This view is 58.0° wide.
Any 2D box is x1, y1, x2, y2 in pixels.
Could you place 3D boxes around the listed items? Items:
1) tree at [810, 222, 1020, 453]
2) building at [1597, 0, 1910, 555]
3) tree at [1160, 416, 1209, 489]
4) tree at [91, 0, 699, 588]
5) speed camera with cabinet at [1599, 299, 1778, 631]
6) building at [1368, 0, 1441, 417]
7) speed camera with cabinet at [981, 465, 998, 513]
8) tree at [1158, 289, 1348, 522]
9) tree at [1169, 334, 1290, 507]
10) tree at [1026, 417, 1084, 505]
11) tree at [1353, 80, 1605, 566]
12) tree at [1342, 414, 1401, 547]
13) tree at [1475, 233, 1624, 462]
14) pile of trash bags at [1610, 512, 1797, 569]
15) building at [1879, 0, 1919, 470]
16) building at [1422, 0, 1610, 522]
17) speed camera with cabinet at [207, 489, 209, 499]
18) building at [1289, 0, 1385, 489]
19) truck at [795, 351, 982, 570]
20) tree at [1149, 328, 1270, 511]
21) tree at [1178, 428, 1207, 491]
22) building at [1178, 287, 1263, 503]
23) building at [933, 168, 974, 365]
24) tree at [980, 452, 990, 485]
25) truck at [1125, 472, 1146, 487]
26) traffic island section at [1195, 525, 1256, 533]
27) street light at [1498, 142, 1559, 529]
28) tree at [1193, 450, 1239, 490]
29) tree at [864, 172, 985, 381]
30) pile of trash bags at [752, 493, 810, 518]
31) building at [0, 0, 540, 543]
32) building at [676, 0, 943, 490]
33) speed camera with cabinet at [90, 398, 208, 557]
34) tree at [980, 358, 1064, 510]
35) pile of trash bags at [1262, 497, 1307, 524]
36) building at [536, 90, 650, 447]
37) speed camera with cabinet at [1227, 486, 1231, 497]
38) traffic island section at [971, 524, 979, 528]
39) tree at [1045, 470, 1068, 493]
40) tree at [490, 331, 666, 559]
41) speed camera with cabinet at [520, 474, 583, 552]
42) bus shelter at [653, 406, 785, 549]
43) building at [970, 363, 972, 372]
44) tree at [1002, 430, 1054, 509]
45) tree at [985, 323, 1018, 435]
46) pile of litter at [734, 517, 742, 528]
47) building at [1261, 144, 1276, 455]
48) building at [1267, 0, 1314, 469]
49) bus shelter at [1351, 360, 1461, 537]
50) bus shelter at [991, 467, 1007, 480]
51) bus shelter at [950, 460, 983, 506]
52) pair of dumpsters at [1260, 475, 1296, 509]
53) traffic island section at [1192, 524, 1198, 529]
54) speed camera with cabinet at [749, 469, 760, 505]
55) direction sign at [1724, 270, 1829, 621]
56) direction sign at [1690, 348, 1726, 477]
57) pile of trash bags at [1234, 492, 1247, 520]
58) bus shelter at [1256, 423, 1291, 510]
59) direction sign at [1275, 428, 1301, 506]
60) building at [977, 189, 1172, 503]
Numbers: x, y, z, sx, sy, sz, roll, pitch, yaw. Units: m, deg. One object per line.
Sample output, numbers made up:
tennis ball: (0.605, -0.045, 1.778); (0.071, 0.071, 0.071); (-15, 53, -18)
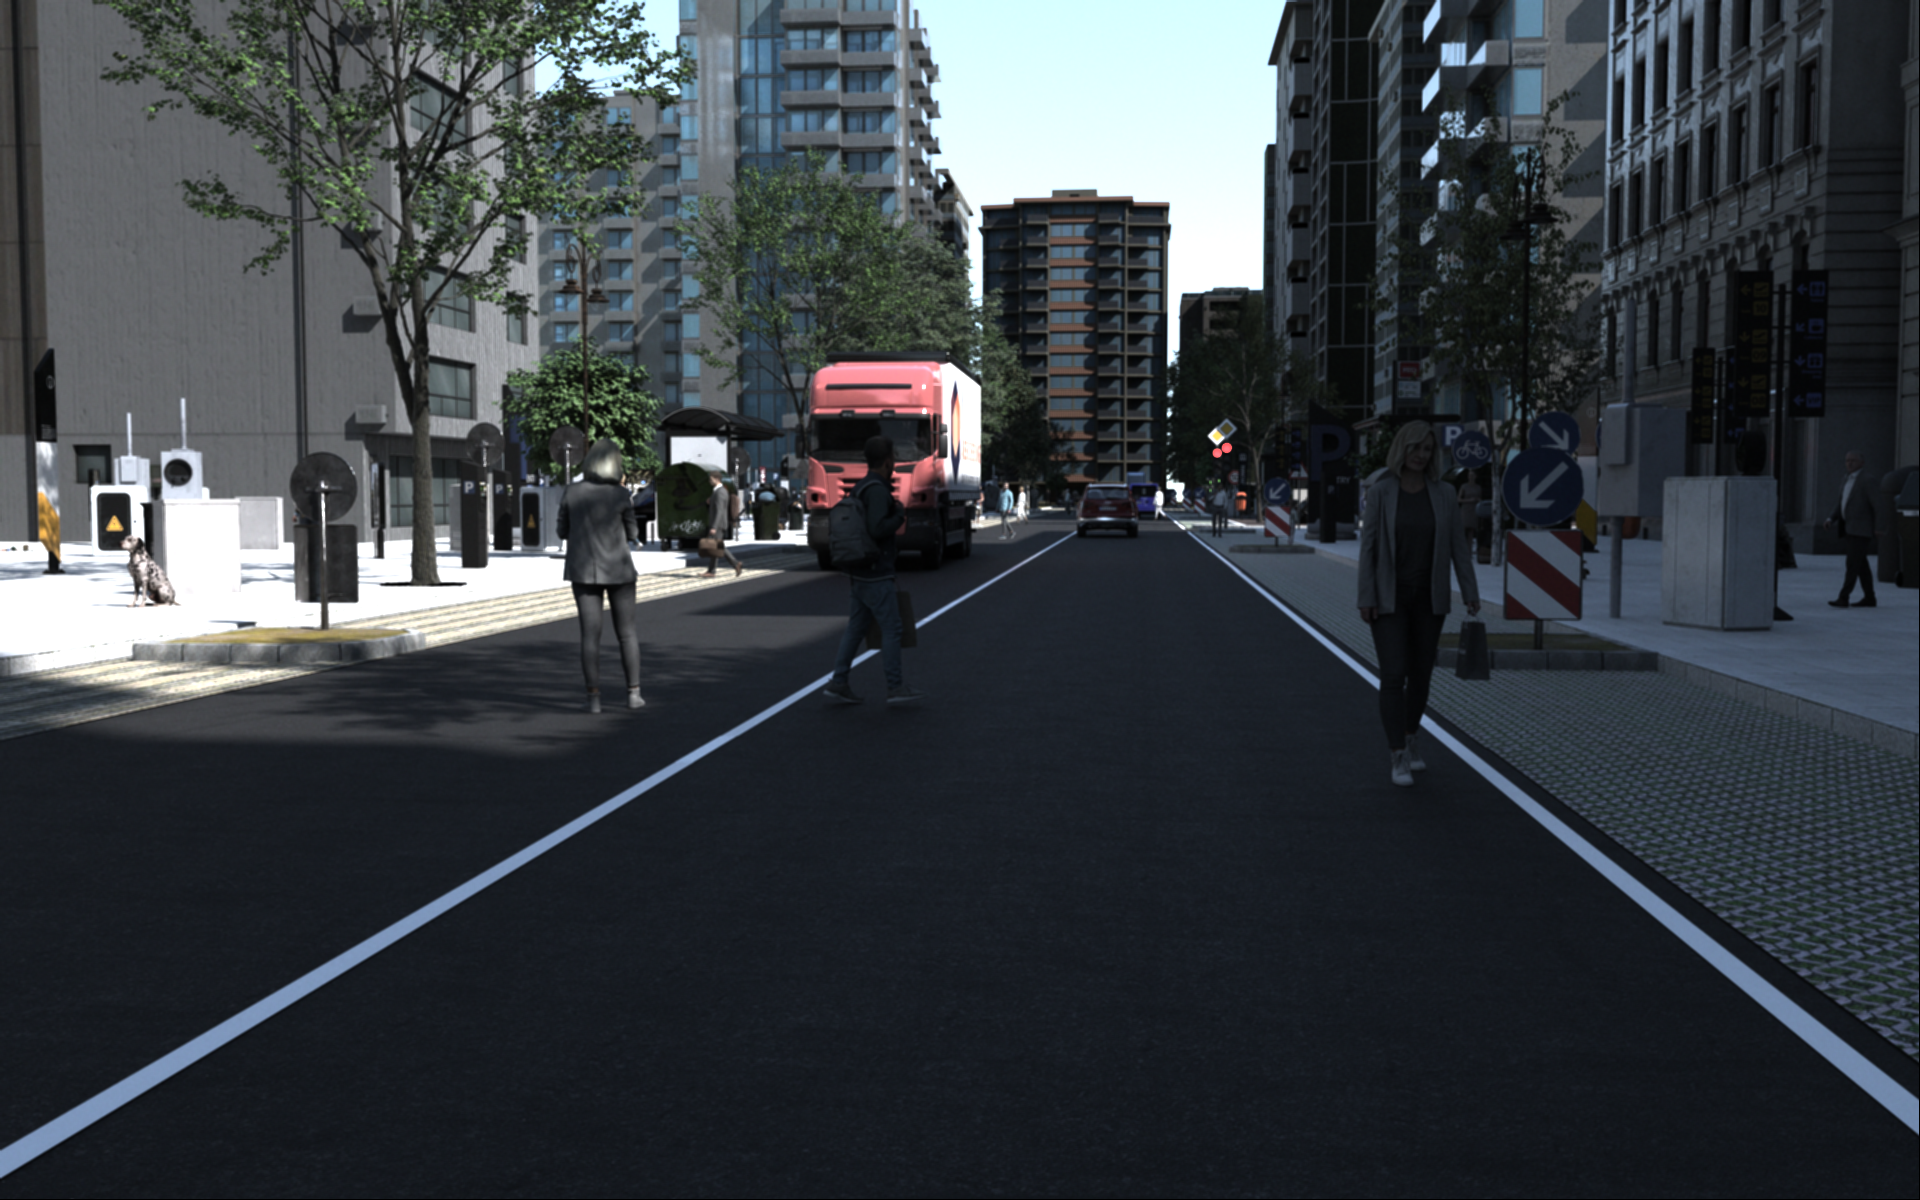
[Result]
tree: (-2.361, -10.672, 81.147); (9.857, 13.997, 8.962); (0, 3, 0)
building: (23.539, -11.930, 44.203); (9.793, 20.994, 18.267); (0, 4, 6)
tree: (29.103, -18.568, 221.715); (7.486, 12.596, 7.792); (0, 3, 0)
tree: (-7.633, -5.995, 23.772); (9.928, 11.665, 9.643); (0, 3, 0)
speed camera with cabinet: (7.155, -1.391, 17.081); (0.660, 3.252, 2.038); (-1, 4, -13)
building: (41.617, -26.045, 117.715); (32.217, 40.220, 23.993); (0, 4, 6)
speed camera with cabinet: (1.678, -7.536, 117.544); (0.660, 3.252, 2.038); (-3, 5, -44)
tree: (13.516, -8.815, 78.533); (8.767, 10.594, 7.601); (-1, 4, -16)
tree: (17.617, -11.370, 111.657); (9.928, 11.665, 9.643); (0, 3, 0)
tree: (11.428, -16.840, 209.738); (7.601, 10.594, 8.767); (-1, 4, -21)
tree: (9.318, -4.894, 30.382); (4.737, 8.622, 4.395); (0, 3, 0)
tree: (10.369, -2.894, 41.916); (1.663, 3.219, 1.824); (0, 3, 0)
tree: (16.150, -5.952, 47.676); (4.360, 8.622, 3.978); (0, 3, 0)
pile of trash bags: (13.102, -1.290, 30.844); (1.912, 1.369, 3.447); (-2, 4, -35)
building: (24.606, -11.393, 19.553); (16.112, 22.955, 30.059); (0, 4, 6)
building: (38.993, -28.610, 87.375); (30.456, 49.044, 23.786); (0, 4, 6)
speed camera with cabinet: (-19.629, -2.953, 42.625); (2.038, 3.252, 0.660); (-1, 4, -10)
building: (41.302, -44.034, 158.210); (20.563, 71.187, 20.611); (0, 4, 6)
truck: (-1.217, -2.902, 36.358); (2.839, 4.237, 11.283); (0, 4, 5)
tree: (19.539, -13.908, 134.058); (9.857, 13.997, 8.962); (0, 3, 0)
tree: (22.386, -12.888, 161.078); (4.360, 8.622, 3.978); (0, 3, 0)
building: (37.945, -28.925, 244.632); (14.107, 30.474, 14.160); (0, 4, 6)
building: (-11.027, -31.116, 200.632); (23.993, 40.220, 32.217); (0, 4, 6)
tree: (0.249, -7.704, 109.678); (4.285, 4.588, 4.351); (0, 3, 0)
truck: (20.755, -13.211, 205.764); (2.967, 4.110, 18.799); (0, 4, 7)
traffic island section: (9.864, -2.562, 64.164); (2.009, 0.180, 2.903); (0, 4, 6)
street light: (7.582, -3.086, 23.247); (0.468, 5.910, 1.993); (0, 4, 6)
tree: (17.939, -8.400, 121.048); (4.285, 4.588, 4.351); (0, 3, 0)
tree: (-4.612, -7.780, 52.955); (9.928, 11.665, 9.643); (0, 3, 0)
pile of trash bags: (-9.295, -5.067, 92.602); (3.447, 1.369, 1.912); (-2, 4, -27)
building: (-20.774, -17.124, 51.680); (14.107, 30.474, 14.160); (0, 4, 6)
building: (-13.608, -33.374, 165.280); (23.786, 49.044, 30.456); (0, 4, 6)
speed camera with cabinet: (-16.719, -2.523, 35.593); (2.038, 3.252, 0.660); (-1, 4, -10)
tree: (3.740, -13.763, 142.035); (9.611, 12.733, 9.660); (0, 3, 0)
pile of trash bags: (14.082, -3.988, 74.961); (1.912, 1.369, 3.447); (-1, 4, -9)
building: (-37.591, -35.993, 208.099); (30.456, 49.044, 23.786); (0, 4, 6)
speed camera with cabinet: (19.337, -8.071, 126.301); (0.660, 3.252, 2.038); (-1, 4, -22)
traffic island section: (-0.288, -3.118, 73.253); (2.009, 0.180, 2.903); (0, 4, 6)
tree: (12.433, -14.692, 223.921); (4.285, 4.588, 4.351); (0, 3, 0)
tree: (-7.572, -3.109, 34.548); (4.285, 4.588, 4.351); (0, 3, 0)
speed camera with cabinet: (-8.922, -2.684, 38.222); (2.038, 3.252, 0.660); (3, 5, 42)
bus shelter: (-5.855, -2.990, 42.807); (2.014, 3.302, 5.546); (0, 4, 6)
building: (-12.787, -25.228, 257.512); (28.899, 21.520, 27.650); (0, 4, 6)
tree: (6.218, -12.900, 161.272); (4.360, 8.622, 3.978); (0, 3, 0)
tree: (-0.704, -10.155, 91.784); (9.928, 11.665, 9.643); (0, 3, 0)
pile of litter: (-8.828, -3.167, 65.744); (1.176, 0.858, 1.719); (0, 4, 4)
building: (42.630, -31.845, 204.265); (14.154, 41.232, 14.086); (0, 4, 6)
building: (47.627, -36.270, 182.253); (28.713, 52.752, 27.495); (0, 4, 6)
bus shelter: (12.528, -4.411, 49.745); (2.179, 5.291, 8.768); (0, 4, 6)
bus shelter: (2.316, -8.394, 131.159); (2.014, 3.302, 5.546); (0, 4, 6)
bus shelter: (-0.142, -7.582, 101.591); (2.179, 5.291, 8.768); (0, 4, 6)
pair of dumpsters: (16.234, -5.269, 88.643); (1.574, 2.255, 4.437); (0, 4, 6)
traffic island section: (10.693, -3.047, 72.106); (2.009, 0.180, 2.903); (0, 4, 6)
speed camera with cabinet: (-16.605, -8.808, 138.341); (0.660, 3.252, 2.038); (3, 4, 38)
direction sign: (8.320, -1.567, 17.620); (0.876, 3.537, 0.379); (0, 4, 7)
direction sign: (11.771, -2.135, 26.908); (0.876, 3.537, 0.379); (0, 4, -3)
pile of trash bags: (15.198, -4.606, 85.062); (3.447, 1.369, 1.912); (0, 4, -1)
bus shelter: (17.326, -7.200, 95.350); (2.179, 5.291, 8.768); (0, 4, 6)
direction sign: (11.162, -4.098, 59.005); (0.876, 3.537, 0.379); (0, 4, 2)
building: (15.944, -36.502, 251.429); (28.867, 44.769, 22.147); (0, 4, 6)
